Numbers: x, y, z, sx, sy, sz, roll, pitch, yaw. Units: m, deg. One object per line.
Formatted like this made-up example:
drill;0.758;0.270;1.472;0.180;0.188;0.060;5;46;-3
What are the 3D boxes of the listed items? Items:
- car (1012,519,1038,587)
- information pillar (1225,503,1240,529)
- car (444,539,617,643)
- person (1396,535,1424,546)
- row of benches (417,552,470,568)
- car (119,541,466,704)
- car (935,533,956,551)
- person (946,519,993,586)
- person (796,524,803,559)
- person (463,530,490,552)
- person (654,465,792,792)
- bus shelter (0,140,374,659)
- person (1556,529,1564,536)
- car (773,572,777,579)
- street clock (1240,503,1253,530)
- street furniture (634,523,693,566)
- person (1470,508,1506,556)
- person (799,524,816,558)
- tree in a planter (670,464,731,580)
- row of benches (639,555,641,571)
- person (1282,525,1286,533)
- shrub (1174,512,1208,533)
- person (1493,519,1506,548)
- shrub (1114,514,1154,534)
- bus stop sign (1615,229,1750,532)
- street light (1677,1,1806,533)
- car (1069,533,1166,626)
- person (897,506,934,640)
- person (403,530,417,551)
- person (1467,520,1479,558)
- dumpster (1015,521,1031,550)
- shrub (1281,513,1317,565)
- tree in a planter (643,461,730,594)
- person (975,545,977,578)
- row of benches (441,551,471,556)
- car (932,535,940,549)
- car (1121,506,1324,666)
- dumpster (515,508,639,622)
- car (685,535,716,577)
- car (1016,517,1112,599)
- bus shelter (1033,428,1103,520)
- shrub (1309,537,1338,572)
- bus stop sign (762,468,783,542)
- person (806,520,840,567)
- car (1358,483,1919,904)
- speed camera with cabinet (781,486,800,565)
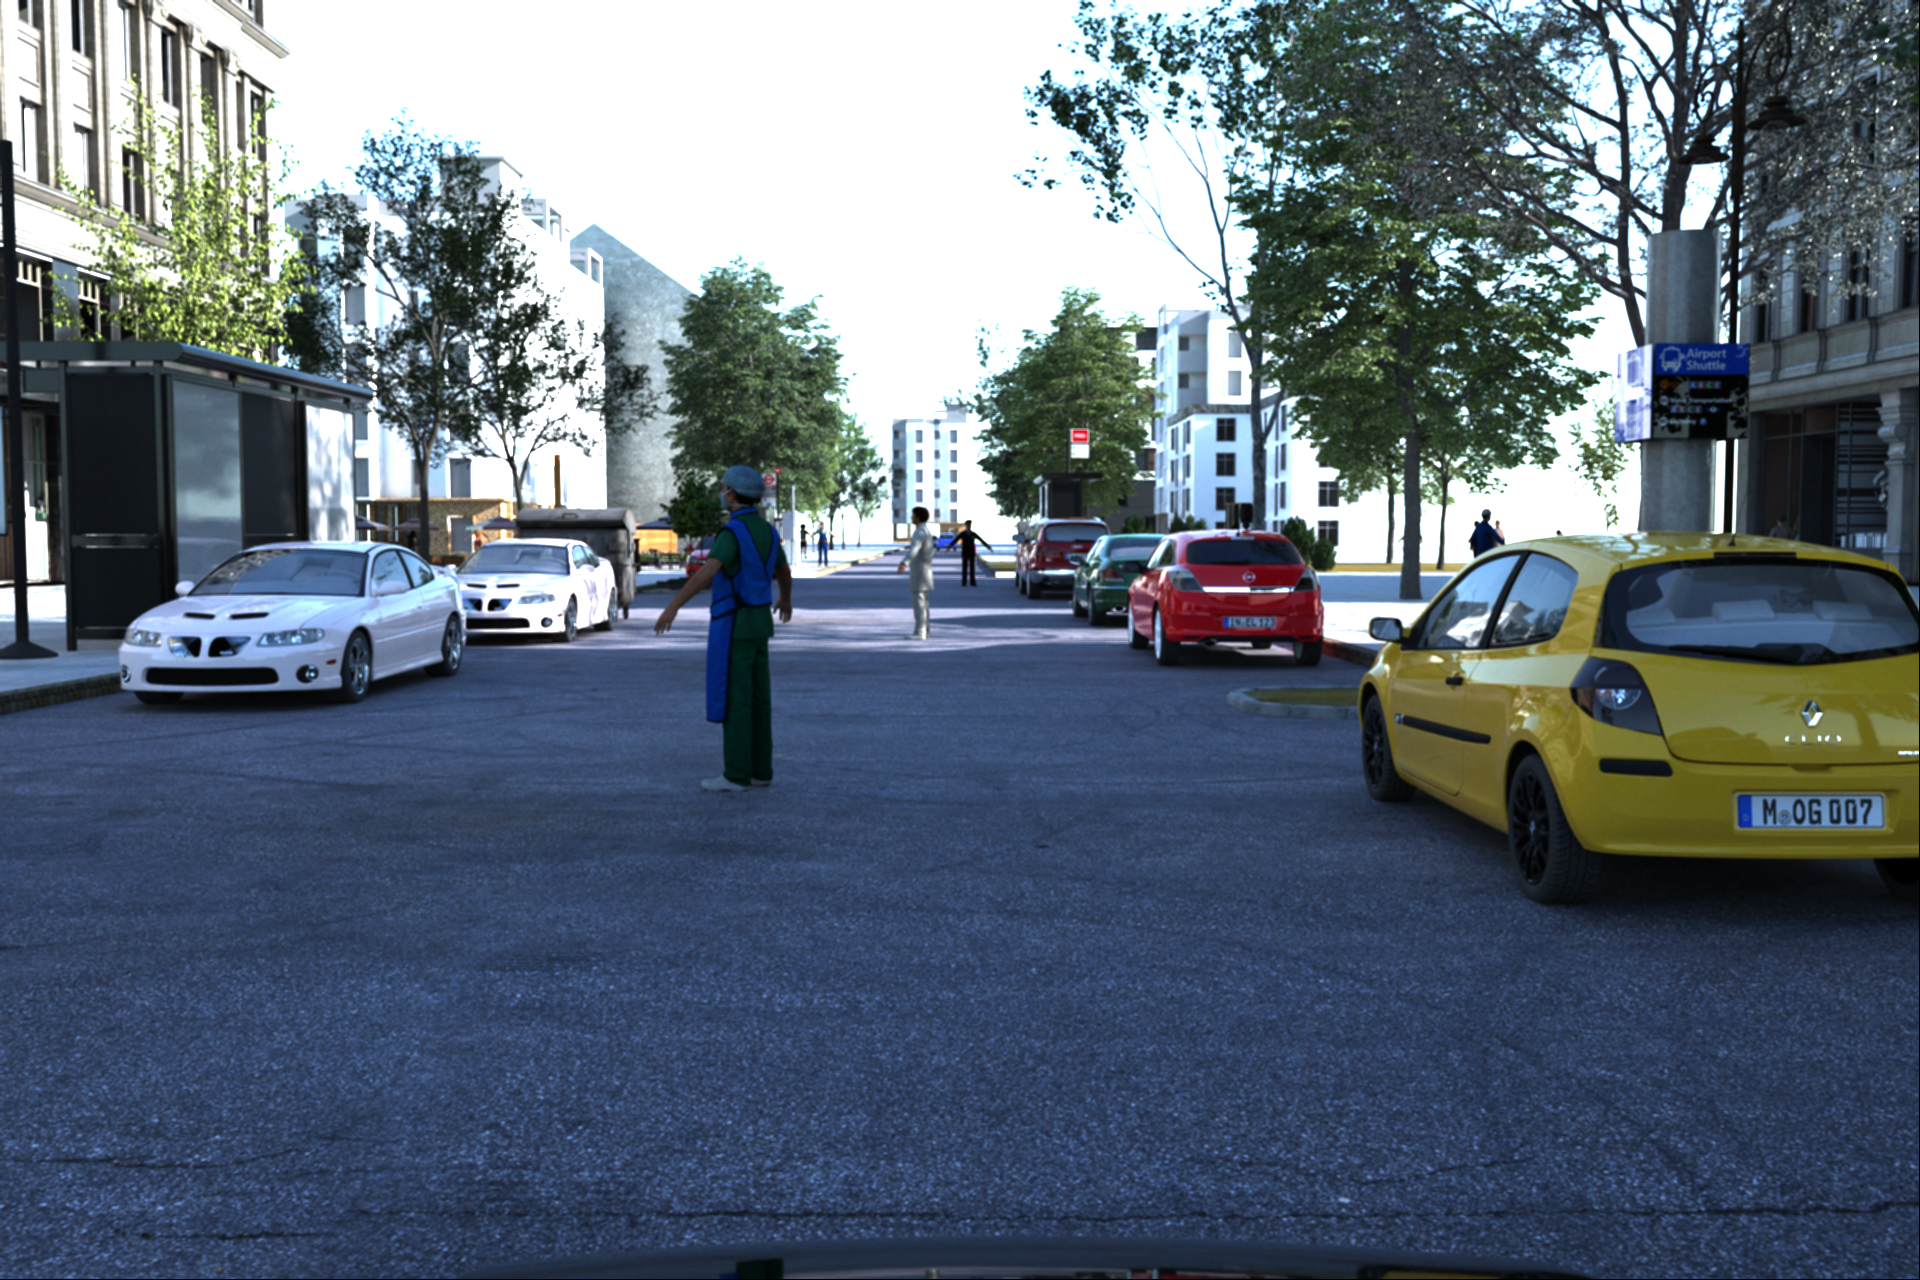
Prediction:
car;2.520;-2.261;45.643;2.281;1.827;5.304;0;3;0
information pillar;6.447;-2.231;40.970;0.304;2.012;0.304;0;3;0
car;-6.055;-0.733;24.348;2.083;1.381;4.827;0;4;-1
person;14.443;-2.984;55.547;0.721;1.744;1.215;-2;4;-29
row of benches;-17.864;-2.598;57.948;4.104;0.672;1.422;2;4;29
car;-6.021;-0.232;16.156;2.083;1.381;4.827;0;4;0
car;-1.167;-8.604;150.265;1.945;1.707;3.694;0;4;-1
person;0.246;-2.401;47.656;1.347;1.837;0.705;-1;4;-12
person;-8.296;-4.997;87.970;0.705;1.796;1.348;-1;4;-22
person;-21.301;-4.256;76.396;1.217;1.733;0.721;-2;4;-35
person;-1.250;-0.072;9.759;0.704;1.817;1.347;2;4;24
bus shelter;-9.472;-2.611;20.318;2.179;5.291;8.768;0;4;1
person;19.027;-2.776;54.661;0.421;1.427;0.697;-1;4;-15
car;-6.579;-2.704;53.809;1.945;1.707;3.694;0;3;0
street clock;6.669;-2.190;40.371;0.358;2.002;0.471;0;4;-1
street furniture;-14.568;-3.980;71.931;11.010;1.723;9.812;1;4;14
person;11.499;-1.954;37.820;0.705;1.842;1.347;-1;4;-19
person;-8.261;-5.210;91.323;1.345;1.843;0.704;1;4;10
tree in a planter;-6.637;-2.887;44.432;1.991;3.239;1.994;0;3;0
row of benches;-12.882;-2.667;59.073;4.104;0.672;1.422;-3;4;-37
person;17.358;-5.247;91.913;0.705;1.813;1.348;-3;4;-38
shrub;7.946;-3.362;59.395;1.690;2.028;1.600;0;3;0
person;17.458;-3.051;56.473;0.990;1.755;0.434;-2;4;-35
shrub;6.566;-3.772;65.714;1.661;2.075;1.752;0;3;0
bus stop sign;6.363;-1.609;15.326;0.837;3.901;0.837;0;4;0
street light;7.021;-2.627;15.738;0.468;5.910;1.993;0;4;-1
car;2.901;-1.022;28.506;2.131;1.459;4.920;0;4;-1
person;-0.569;-0.917;23.631;0.705;1.806;1.347;1;4;14
person;-24.475;-4.304;77.084;0.721;1.740;1.216;-3;5;-40
person;19.694;-3.665;66.142;0.704;1.802;1.346;3;4;36
dumpster;2.774;-2.988;57.072;1.865;1.857;1.264;0;4;-2
shrub;12.127;-3.563;62.678;1.690;2.028;1.600;0;3;0
tree in a planter;-6.568;-2.748;42.156;1.991;3.239;1.994;0;4;0
person;0.487;-2.738;56.484;0.599;1.433;0.991;0;4;-3
row of benches;-16.659;-2.818;61.531;4.104;0.672;1.422;2;4;27
car;-2.804;-9.298;164.600;1.945;1.354;3.894;0;3;0
car;3.023;-0.692;20.359;2.155;1.783;4.494;0;4;-1
dumpster;-6.325;-1.247;28.603;1.865;1.857;1.264;0;3;0
car;-6.453;-2.380;47.956;2.155;1.783;4.494;0;4;0
car;2.461;-1.893;39.629;2.281;1.827;5.304;0;4;-1
bus shelter;3.843;-5.239;63.286;2.179;5.291;8.768;0;4;0
shrub;12.408;-2.937;59.130;1.383;1.207;1.383;0;3;0
bus stop sign;-7.518;-4.942;69.510;0.855;3.939;0.416;0;4;1
person;-5.408;-3.827;68.432;1.347;1.847;0.705;0;4;-7
car;3.058;0.128;8.138;2.015;1.641;3.980;0;3;0
speed camera with cabinet;-7.042;-4.743;71.891;0.660;3.252;2.038;0;4;1
